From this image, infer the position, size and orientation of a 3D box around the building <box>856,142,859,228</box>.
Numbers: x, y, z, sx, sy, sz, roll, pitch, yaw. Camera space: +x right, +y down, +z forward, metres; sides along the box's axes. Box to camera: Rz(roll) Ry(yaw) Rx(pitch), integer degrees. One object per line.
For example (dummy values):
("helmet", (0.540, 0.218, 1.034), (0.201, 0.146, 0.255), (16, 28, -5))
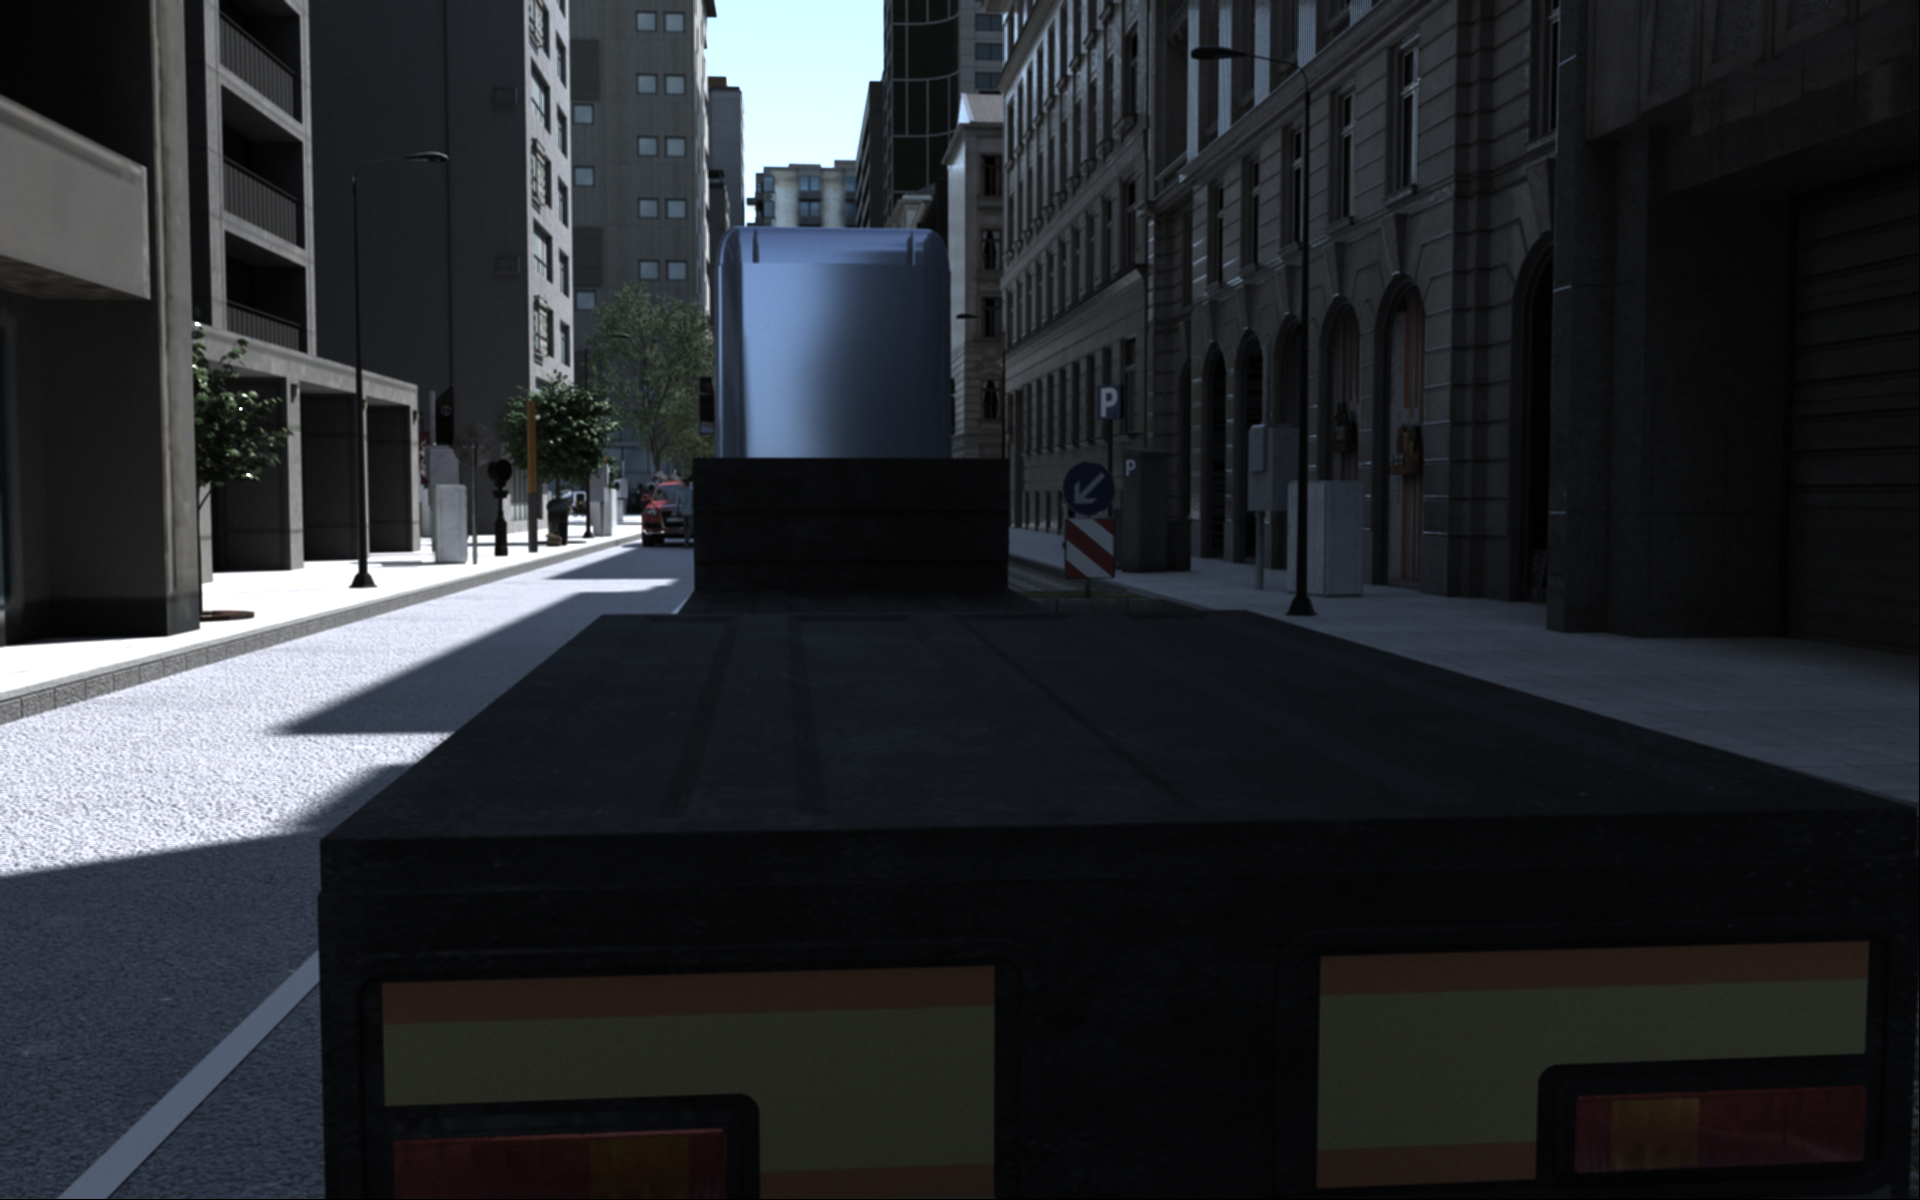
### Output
("building", (-2.030, -36.339, 217.845), (21.300, 48.544, 21.600), (0, 4, -5))

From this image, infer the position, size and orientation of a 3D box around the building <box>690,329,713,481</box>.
("building", (-41.319, -21.344, 194.015), (27.650, 21.520, 28.899), (0, 4, -5))

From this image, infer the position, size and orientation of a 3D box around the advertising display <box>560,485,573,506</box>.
("advertising display", (-28.197, -7.275, 124.165), (0.974, 1.923, 0.123), (1, 4, 14))

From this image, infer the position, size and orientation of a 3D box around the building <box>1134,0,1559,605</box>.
("building", (11.227, -11.415, 28.443), (13.314, 21.916, 24.055), (0, 4, -5))

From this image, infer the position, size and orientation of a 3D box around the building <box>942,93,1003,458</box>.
("building", (8.579, -14.532, 86.742), (18.267, 20.994, 9.793), (0, 4, -5))

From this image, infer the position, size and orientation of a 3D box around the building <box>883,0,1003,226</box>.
("building", (0.823, -45.027, 174.448), (20.563, 71.187, 20.611), (0, 4, -5))

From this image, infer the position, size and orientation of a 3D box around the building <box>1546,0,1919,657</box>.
("building", (12.449, -11.515, 6.289), (12.078, 24.808, 19.932), (0, 4, -5))

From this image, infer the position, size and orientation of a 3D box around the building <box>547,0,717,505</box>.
("building", (-37.910, -35.201, 164.771), (28.713, 52.752, 27.495), (0, 4, -5))

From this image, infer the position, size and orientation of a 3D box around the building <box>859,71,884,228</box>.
("building", (-0.002, -35.016, 196.221), (21.300, 48.544, 21.600), (0, 4, -5))

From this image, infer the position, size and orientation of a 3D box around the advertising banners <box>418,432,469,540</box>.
("advertising banners", (-14.484, -3.194, 48.413), (2.074, 3.025, 0.090), (2, 4, 34))

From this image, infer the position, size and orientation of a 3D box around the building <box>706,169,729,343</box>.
("building", (-36.130, -32.744, 218.952), (14.086, 41.232, 14.154), (0, 4, -5))

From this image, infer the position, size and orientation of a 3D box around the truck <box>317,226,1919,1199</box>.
("truck", (-0.674, -1.347, 11.787), (2.967, 4.110, 18.799), (0, 4, -6))

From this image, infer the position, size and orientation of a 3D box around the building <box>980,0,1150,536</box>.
("building", (10.244, -13.588, 55.446), (16.112, 22.955, 30.059), (0, 4, -5))

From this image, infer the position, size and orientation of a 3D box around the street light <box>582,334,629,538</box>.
("street light", (-10.287, -4.757, 50.322), (1.470, 5.913, 1.316), (0, 4, -5))

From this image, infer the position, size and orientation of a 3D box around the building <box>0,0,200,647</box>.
("building", (-16.828, -23.230, 3.519), (21.300, 48.544, 21.600), (0, 4, -5))

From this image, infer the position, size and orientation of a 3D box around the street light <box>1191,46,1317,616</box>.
("street light", (3.087, -2.791, 18.173), (1.470, 5.913, 1.316), (0, 4, -5))

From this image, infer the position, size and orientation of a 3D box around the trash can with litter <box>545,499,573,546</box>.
("trash can with litter", (-9.927, -1.924, 42.838), (0.624, 1.170, 1.055), (0, 4, -6))

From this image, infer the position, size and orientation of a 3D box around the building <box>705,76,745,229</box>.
("building", (-44.715, -43.090, 246.512), (28.212, 58.520, 21.231), (0, 4, -5))

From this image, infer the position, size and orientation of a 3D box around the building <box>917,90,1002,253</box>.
("building", (4.131, -16.768, 103.833), (12.332, 23.373, 15.834), (0, 4, -5))

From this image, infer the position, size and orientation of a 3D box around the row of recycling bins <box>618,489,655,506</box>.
("row of recycling bins", (-24.289, -7.559, 130.695), (3.534, 1.692, 1.069), (-1, 4, -18))

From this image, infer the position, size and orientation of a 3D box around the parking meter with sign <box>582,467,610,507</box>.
("parking meter with sign", (-23.718, -7.127, 112.782), (1.738, 3.016, 0.543), (0, 4, 3))

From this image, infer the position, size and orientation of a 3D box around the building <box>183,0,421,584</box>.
("building", (-21.924, -36.286, 31.528), (20.563, 71.187, 20.611), (0, 4, -5))

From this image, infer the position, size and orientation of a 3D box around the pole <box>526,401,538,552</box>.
("pole", (-9.400, -2.703, 38.040), (0.158, 3.312, 0.155), (0, 3, 0))

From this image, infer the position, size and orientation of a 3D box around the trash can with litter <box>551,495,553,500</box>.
("trash can with litter", (-30.662, -7.212, 128.972), (2.233, 1.210, 1.678), (-1, 4, -23))

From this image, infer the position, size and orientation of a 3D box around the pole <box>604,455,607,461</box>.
("pole", (-18.707, -5.967, 91.407), (0.158, 3.312, 0.155), (0, 3, 0))

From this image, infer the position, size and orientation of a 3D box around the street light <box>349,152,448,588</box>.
("street light", (-7.662, -3.127, 23.668), (1.470, 5.913, 1.316), (0, 4, -5))

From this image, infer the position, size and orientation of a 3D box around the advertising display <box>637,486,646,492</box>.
("advertising display", (-26.000, -8.319, 141.226), (0.974, 1.923, 0.123), (3, 5, 42))

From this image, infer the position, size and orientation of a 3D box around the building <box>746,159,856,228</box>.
("building", (-15.361, -38.604, 250.790), (30.456, 49.044, 23.786), (0, 4, -5))

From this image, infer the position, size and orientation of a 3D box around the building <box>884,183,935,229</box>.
("building", (1.034, -21.786, 143.588), (14.401, 28.519, 23.554), (0, 4, -5))

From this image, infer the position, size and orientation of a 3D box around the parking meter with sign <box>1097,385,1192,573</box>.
("parking meter with sign", (3.056, -1.963, 28.348), (1.738, 3.016, 0.543), (-3, 4, -39))

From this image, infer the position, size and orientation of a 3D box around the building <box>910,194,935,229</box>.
("building", (2.106, -17.930, 122.040), (11.050, 23.489, 19.941), (0, 4, -5))

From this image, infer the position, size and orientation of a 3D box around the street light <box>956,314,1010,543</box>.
("street light", (0.596, -4.422, 44.840), (1.470, 5.913, 1.316), (0, 4, -5))

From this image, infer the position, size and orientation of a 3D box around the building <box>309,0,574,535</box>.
("building", (-20.958, -22.983, 59.366), (14.086, 41.232, 14.154), (0, 4, -5))
